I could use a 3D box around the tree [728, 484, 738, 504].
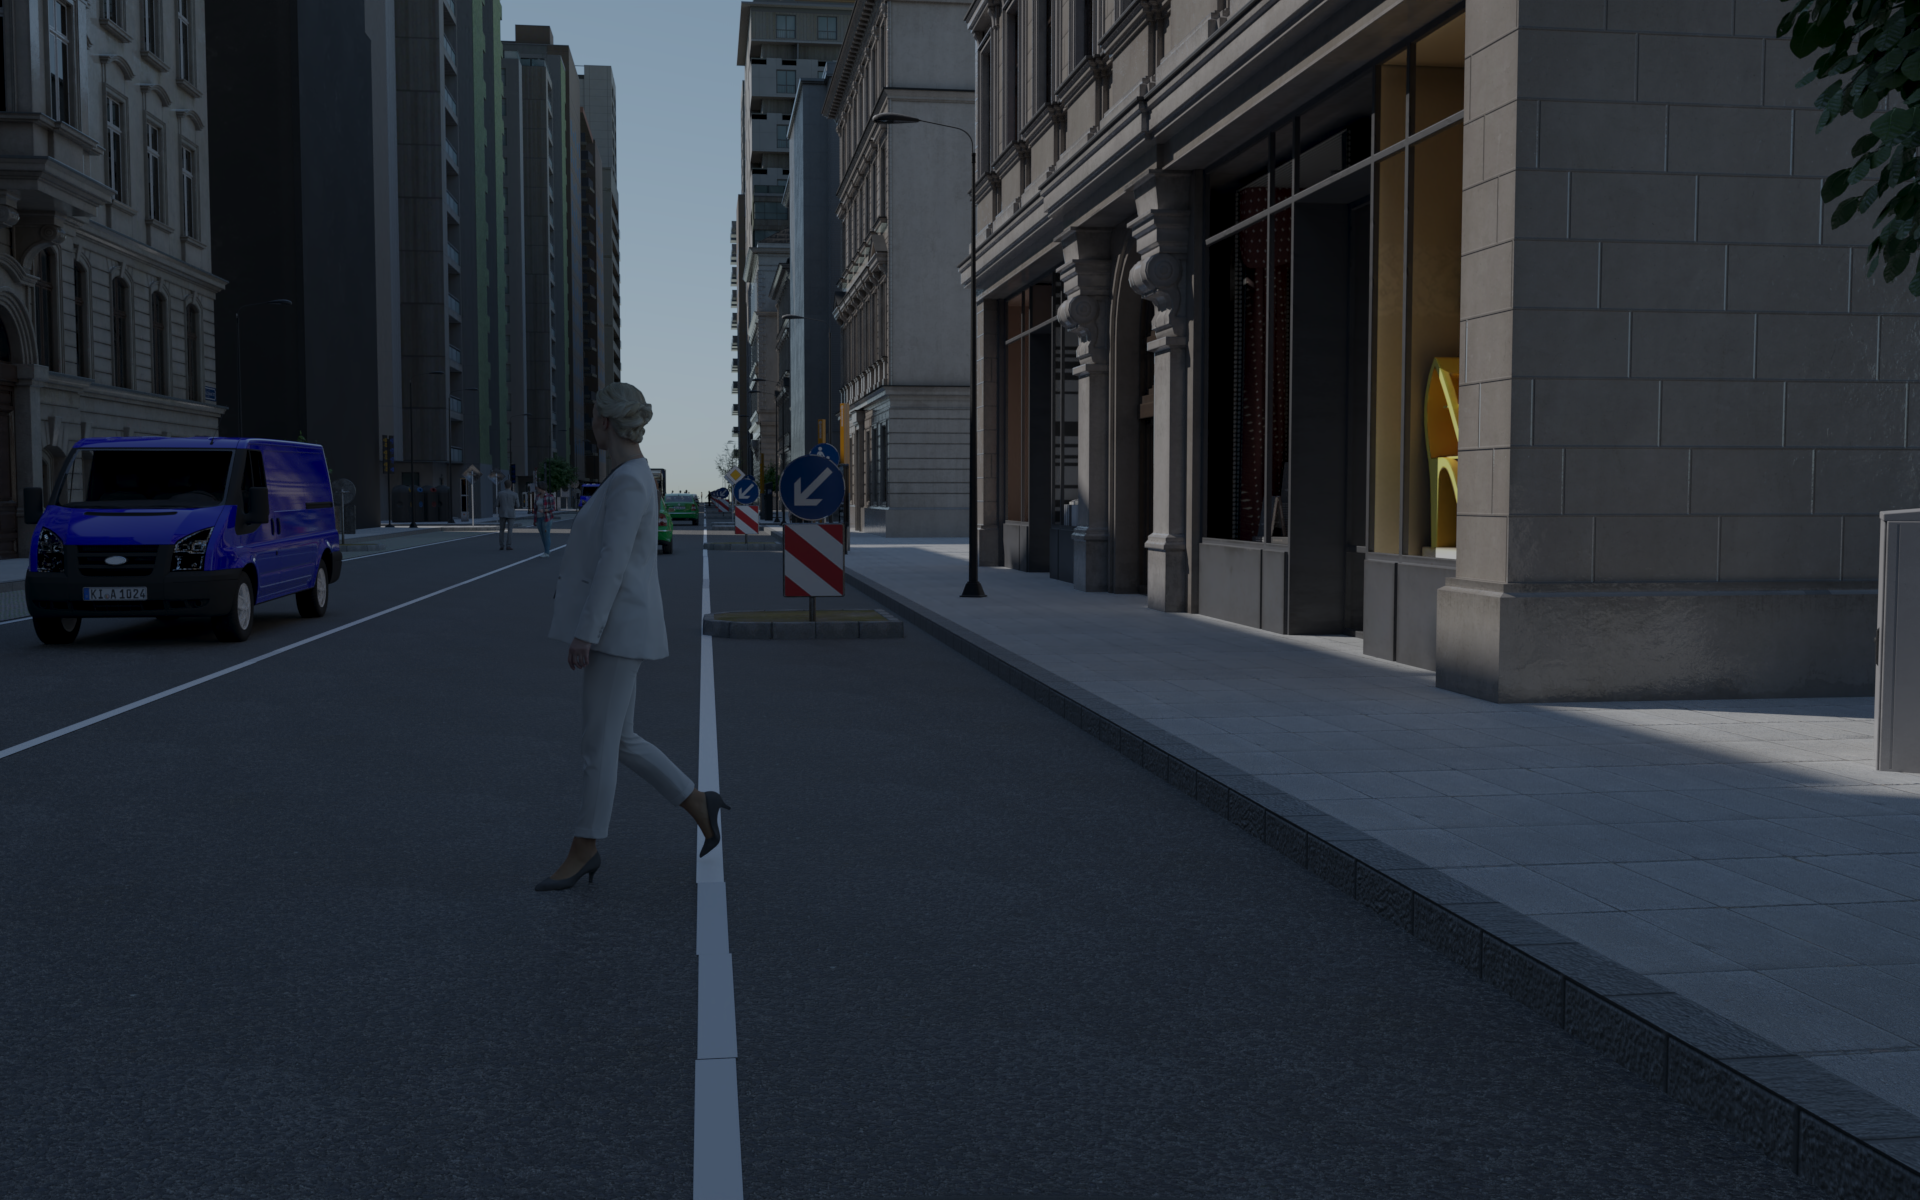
[{"bbox_3d":[-30.808,-14.742,235.624,1.663,3.219,1.824,0,3,0],"label":"tree"}]

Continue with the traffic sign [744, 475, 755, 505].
[{"bbox_3d":[-13.947,-7.016,114.819,0.768,2.556,0.104,0,4,-3],"label":"traffic sign"}]

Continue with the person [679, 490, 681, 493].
[{"bbox_3d":[-28.785,-10.397,178.497,0.705,1.823,1.348,-3,5,-44],"label":"person"}]

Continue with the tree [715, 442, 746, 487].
[{"bbox_3d":[-32.151,-17.864,242.444,4.360,8.622,3.978,0,3,0],"label":"tree"}]

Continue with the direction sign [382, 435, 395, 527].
[{"bbox_3d":[-22.001,-4.570,66.721,0.379,3.537,0.876,1,4,8],"label":"direction sign"}]

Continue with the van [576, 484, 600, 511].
[{"bbox_3d":[-21.664,-6.062,103.490,2.240,2.365,5.245,-1,4,-8],"label":"van"}]

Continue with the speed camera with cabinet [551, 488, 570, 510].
[{"bbox_3d":[-32.846,-8.970,140.994,2.038,3.252,0.660,-1,4,-15],"label":"speed camera with cabinet"}]

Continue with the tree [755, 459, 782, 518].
[{"bbox_3d":[-10.151,-6.050,93.512,1.663,3.219,1.824,0,3,0],"label":"tree"}]

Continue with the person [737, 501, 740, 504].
[{"bbox_3d":[-28.491,-13.154,221.913,0.742,1.727,0.445,0,4,-2],"label":"person"}]

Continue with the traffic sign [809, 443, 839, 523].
[{"bbox_3d":[-3.395,-2.644,43.332,0.768,2.556,0.104,0,4,0],"label":"traffic sign"}]

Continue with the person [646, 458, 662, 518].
[{"bbox_3d":[-3.200,-0.526,17.280,0.473,1.802,0.592,0,4,-7],"label":"person"}]

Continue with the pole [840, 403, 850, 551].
[{"bbox_3d":[-2.590,-2.764,39.042,0.158,3.312,0.155,0,3,0],"label":"pole"}]

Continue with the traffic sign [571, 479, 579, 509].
[{"bbox_3d":[-32.168,-8.835,144.559,0.768,2.556,0.104,0,4,0],"label":"traffic sign"}]

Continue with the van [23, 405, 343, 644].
[{"bbox_3d":[-8.107,-0.857,18.396,2.240,2.365,5.245,-1,4,-8],"label":"van"}]

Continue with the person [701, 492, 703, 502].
[{"bbox_3d":[-45.778,-18.240,306.730,0.705,1.823,1.348,-1,4,-8],"label":"person"}]

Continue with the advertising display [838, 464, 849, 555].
[{"bbox_3d":[-2.489,-1.949,37.080,0.123,1.923,0.974,-1,4,-10],"label":"advertising display"}]

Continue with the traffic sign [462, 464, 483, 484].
[{"bbox_3d":[-19.173,-4.030,68.087,0.795,2.593,0.064,-1,4,-8],"label":"traffic sign"}]

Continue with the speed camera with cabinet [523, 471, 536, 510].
[{"bbox_3d":[-36.960,-9.441,148.688,0.660,3.252,2.038,-2,4,-33],"label":"speed camera with cabinet"}]

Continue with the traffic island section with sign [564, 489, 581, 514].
[{"bbox_3d":[-27.535,-7.094,124.612,1.989,1.847,2.006,-1,4,-8],"label":"traffic island section with sign"}]

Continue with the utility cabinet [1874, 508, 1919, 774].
[{"bbox_3d":[4.595,0.170,8.382,0.306,1.237,1.020,2,4,27],"label":"utility cabinet"}]

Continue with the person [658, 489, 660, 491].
[{"bbox_3d":[-23.513,-7.780,135.729,0.620,1.820,0.660,0,4,-1],"label":"person"}]

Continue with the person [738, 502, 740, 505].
[{"bbox_3d":[-25.681,-11.931,201.899,0.721,1.735,1.217,0,4,-6],"label":"person"}]

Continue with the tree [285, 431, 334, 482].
[{"bbox_3d":[-19.898,-3.516,52.083,1.663,3.219,1.824,0,3,0],"label":"tree"}]

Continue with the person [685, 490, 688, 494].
[{"bbox_3d":[-24.173,-8.849,153.202,1.348,1.821,0.705,3,4,38],"label":"person"}]

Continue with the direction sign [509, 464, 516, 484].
[{"bbox_3d":[-33.793,-8.450,130.155,0.876,3.537,0.379,1,4,11],"label":"direction sign"}]

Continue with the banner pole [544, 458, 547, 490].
[{"bbox_3d":[-28.518,-7.900,119.178,0.401,3.779,0.863,0,4,-2],"label":"banner pole"}]

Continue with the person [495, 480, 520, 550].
[{"bbox_3d":[-11.592,-2.184,44.402,0.606,1.804,0.583,-1,4,-13],"label":"person"}]

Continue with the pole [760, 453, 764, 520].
[{"bbox_3d":[-9.885,-5.666,86.479,0.158,3.312,0.155,0,3,0],"label":"pole"}]

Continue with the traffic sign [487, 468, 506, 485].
[{"bbox_3d":[-20.338,-4.514,75.987,0.795,2.593,0.064,-1,4,-8],"label":"traffic sign"}]

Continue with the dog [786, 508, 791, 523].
[{"bbox_3d":[-6.562,-3.298,68.306,0.513,0.831,0.800,-1,4,-15],"label":"dog"}]

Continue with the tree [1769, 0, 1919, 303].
[{"bbox_3d":[3.222,-1.226,3.753,4.285,4.588,4.351,0,3,0],"label":"tree"}]

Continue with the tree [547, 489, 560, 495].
[{"bbox_3d":[-32.073,-8.647,135.983,1.663,3.219,1.824,0,3,0],"label":"tree"}]

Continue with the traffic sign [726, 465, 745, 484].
[{"bbox_3d":[-8.985,-4.121,69.563,0.795,2.593,0.064,-1,4,-8],"label":"traffic sign"}]

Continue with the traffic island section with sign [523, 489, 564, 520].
[{"bbox_3d":[-23.565,-5.446,97.673,1.989,1.847,2.006,-1,4,-8],"label":"traffic island section with sign"}]

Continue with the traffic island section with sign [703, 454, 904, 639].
[{"bbox_3d":[-1.689,-0.578,18.075,1.989,1.847,2.006,-1,4,-8],"label":"traffic island section with sign"}]

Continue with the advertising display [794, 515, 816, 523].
[{"bbox_3d":[-4.594,-2.913,52.847,0.974,1.923,0.123,1,4,10],"label":"advertising display"}]

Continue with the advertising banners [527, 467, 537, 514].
[{"bbox_3d":[-27.347,-7.012,110.832,0.090,3.025,2.074,0,4,4],"label":"advertising banners"}]

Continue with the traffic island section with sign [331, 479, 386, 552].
[{"bbox_3d":[-15.591,-2.140,43.611,1.989,1.847,2.006,-1,4,-8],"label":"traffic island section with sign"}]

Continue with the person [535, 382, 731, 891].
[{"bbox_3d":[-1.206,0.119,6.440,0.818,1.842,0.514,-2,4,-30],"label":"person"}]

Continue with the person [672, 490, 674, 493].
[{"bbox_3d":[-31.715,-11.213,191.695,0.599,1.838,0.709,-1,4,-12],"label":"person"}]

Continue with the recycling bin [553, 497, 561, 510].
[{"bbox_3d":[-32.709,-7.780,139.753,0.722,1.027,0.722,1,4,16],"label":"recycling bin"}]

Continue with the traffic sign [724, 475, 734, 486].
[{"bbox_3d":[-10.150,-4.604,77.463,0.795,2.593,0.064,-1,4,-8],"label":"traffic sign"}]

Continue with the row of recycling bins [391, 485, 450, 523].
[{"bbox_3d":[-24.591,-4.400,79.054,1.069,1.692,3.534,2,4,24],"label":"row of recycling bins"}]

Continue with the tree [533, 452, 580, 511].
[{"bbox_3d":[-30.819,-9.063,131.887,4.285,4.588,4.351,0,3,0],"label":"tree"}]

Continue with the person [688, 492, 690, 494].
[{"bbox_3d":[-40.283,-15.246,258.305,0.750,1.759,0.617,-1,4,-10],"label":"person"}]

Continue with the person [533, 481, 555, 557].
[{"bbox_3d":[-9.415,-1.833,39.305,0.563,1.720,0.643,2,4,30],"label":"person"}]

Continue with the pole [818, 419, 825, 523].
[{"bbox_3d":[-3.773,-3.271,47.330,0.158,3.312,0.155,0,3,0],"label":"pole"}]

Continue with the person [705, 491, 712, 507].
[{"bbox_3d":[-28.027,-11.307,193.392,0.705,1.821,1.348,-3,5,-39],"label":"person"}]
